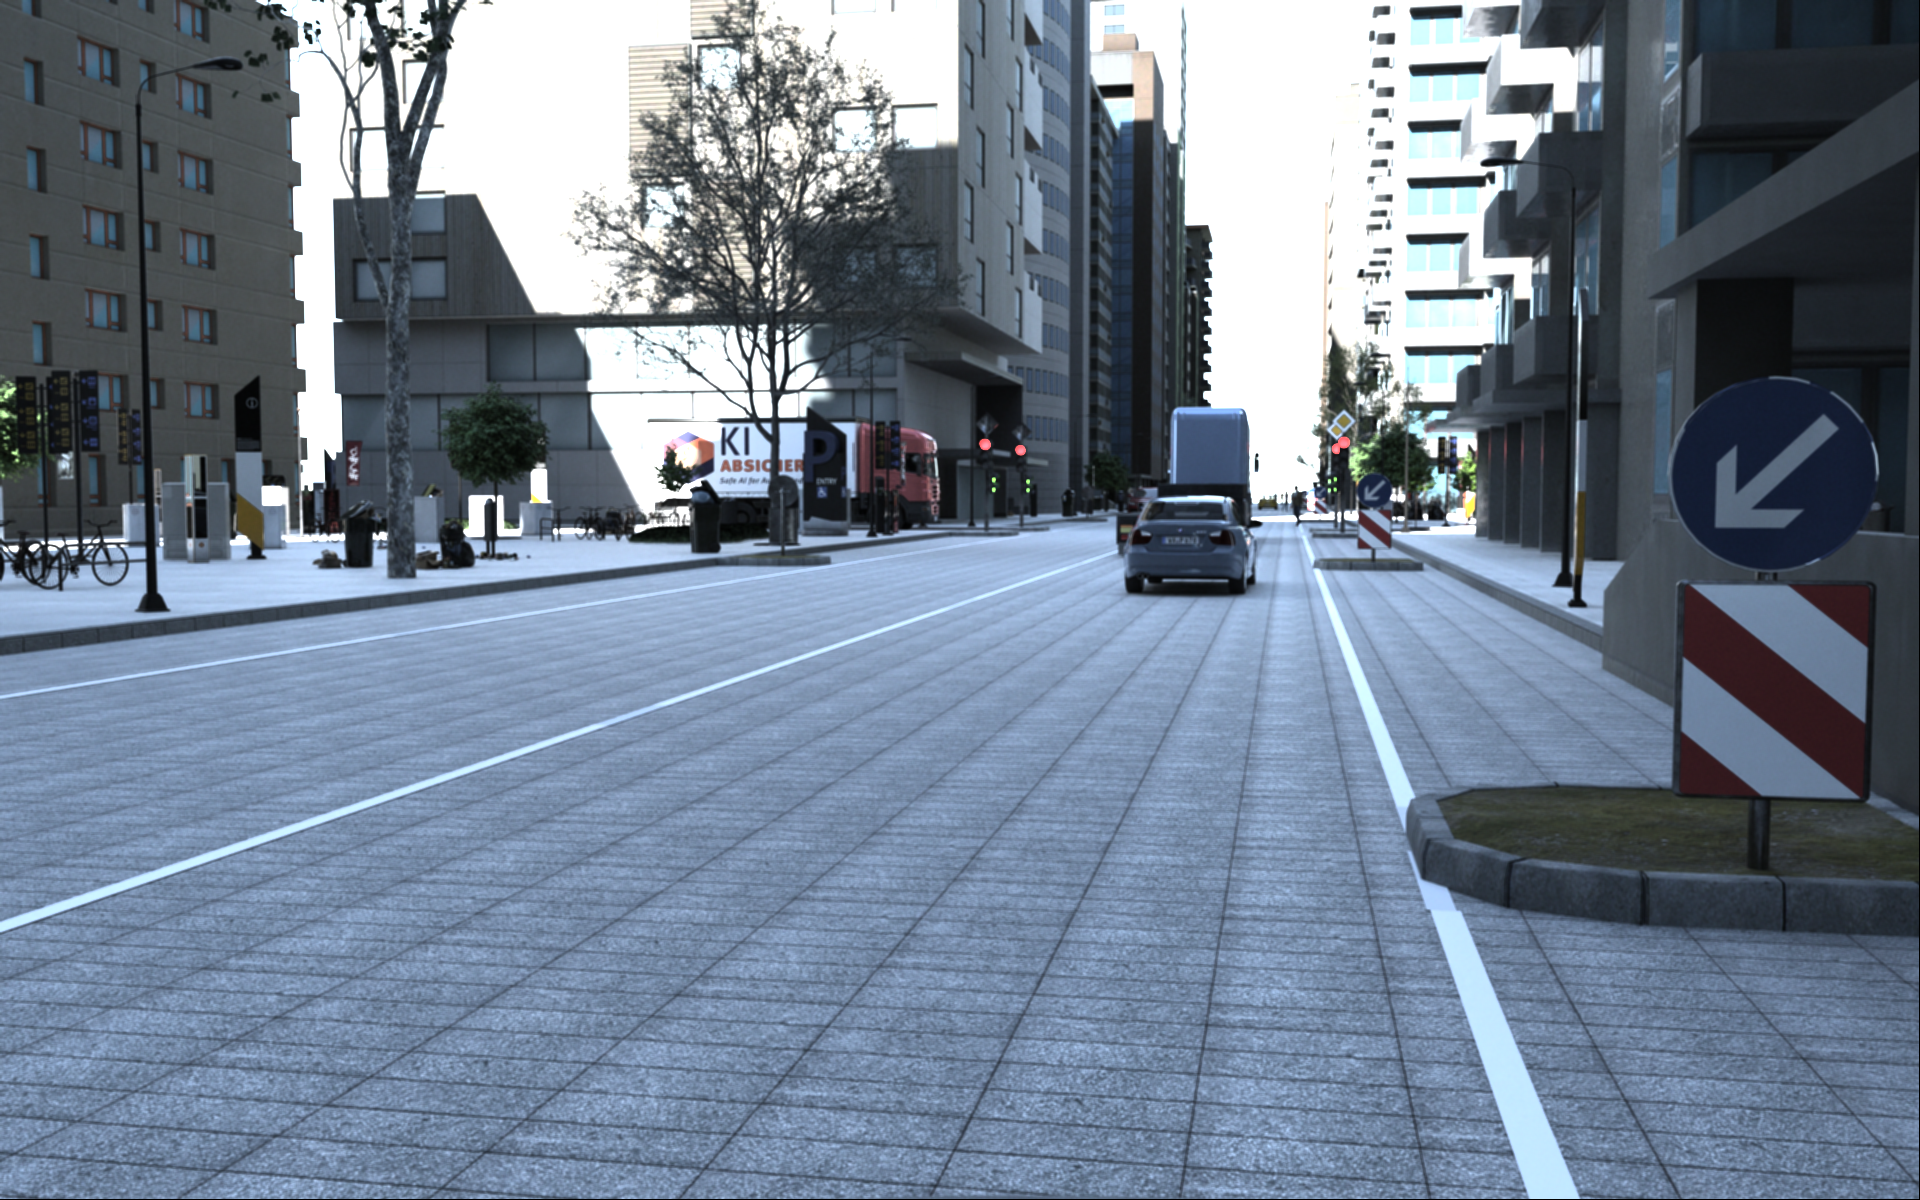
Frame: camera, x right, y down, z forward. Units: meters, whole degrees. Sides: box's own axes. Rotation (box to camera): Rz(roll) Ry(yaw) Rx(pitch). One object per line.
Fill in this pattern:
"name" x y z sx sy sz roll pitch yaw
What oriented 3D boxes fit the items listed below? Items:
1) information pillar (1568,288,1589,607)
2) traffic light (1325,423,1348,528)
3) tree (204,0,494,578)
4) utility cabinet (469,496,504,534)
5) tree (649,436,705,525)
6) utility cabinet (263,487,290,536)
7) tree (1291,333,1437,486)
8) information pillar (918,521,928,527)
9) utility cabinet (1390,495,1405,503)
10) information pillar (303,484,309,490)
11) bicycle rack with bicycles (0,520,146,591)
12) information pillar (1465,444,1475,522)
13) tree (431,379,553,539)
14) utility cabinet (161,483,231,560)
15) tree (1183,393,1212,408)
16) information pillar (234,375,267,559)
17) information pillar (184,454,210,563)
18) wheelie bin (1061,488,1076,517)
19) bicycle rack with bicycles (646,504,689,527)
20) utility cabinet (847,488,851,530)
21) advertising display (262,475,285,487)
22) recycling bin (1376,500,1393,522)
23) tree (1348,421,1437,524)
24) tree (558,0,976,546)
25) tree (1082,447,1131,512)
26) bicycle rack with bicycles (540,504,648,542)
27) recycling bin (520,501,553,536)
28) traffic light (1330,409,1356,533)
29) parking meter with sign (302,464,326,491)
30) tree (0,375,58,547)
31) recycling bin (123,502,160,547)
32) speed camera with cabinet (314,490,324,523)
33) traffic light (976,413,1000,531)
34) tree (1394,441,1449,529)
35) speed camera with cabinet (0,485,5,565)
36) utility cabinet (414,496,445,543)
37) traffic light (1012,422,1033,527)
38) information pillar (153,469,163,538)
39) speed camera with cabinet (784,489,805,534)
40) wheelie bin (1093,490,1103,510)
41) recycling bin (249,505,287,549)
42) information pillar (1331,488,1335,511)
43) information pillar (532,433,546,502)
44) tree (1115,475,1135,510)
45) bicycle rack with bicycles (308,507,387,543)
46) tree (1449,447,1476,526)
"information pillar" 7.025 -1.727 19.588 0.183 3.616 0.504 1 4 16
"traffic light" 14.177 -4.670 65.282 0.839 4.253 0.868 1 4 11
"tree" -7.504 -10.464 26.978 12.611 20.169 13.585 0 3 0
"utility cabinet" -15.084 -2.692 55.179 1.020 1.237 0.306 -1 4 -10
"tree" -9.699 -3.887 58.151 1.663 3.219 1.824 0 3 0
"utility cabinet" -20.673 -2.658 52.141 1.173 1.500 0.318 2 4 33
"tree" 23.383 -10.105 99.633 8.767 10.594 7.601 2 4 24
"information pillar" -1.385 -4.652 67.419 0.504 3.616 0.183 2 4 35
"utility cabinet" 26.076 -5.650 103.541 1.020 1.237 0.306 -1 4 -20
"information pillar" -48.187 -7.535 127.691 0.304 2.012 0.304 1 4 22
"bicycle rack with bicycles" -12.750 -0.640 23.852 2.852 0.926 2.925 1 4 14
"information pillar" 23.727 -5.450 80.465 0.504 3.616 0.183 -3 4 -39
"tree" -13.390 -4.026 49.540 4.285 4.588 4.351 0 3 0
"utility cabinet" -14.785 -1.520 33.527 1.173 1.500 0.318 0 4 -7
"tree" 28.279 -18.968 216.777 9.857 13.997 8.962 0 3 0
"information pillar" -13.971 -2.613 34.077 0.504 3.616 0.183 -1 4 -14
"information pillar" -14.228 -1.701 32.300 0.304 2.012 0.304 3 5 42
"wheelie bin" 6.126 -5.491 97.692 0.693 1.594 0.980 1 4 17
"bicycle rack with bicycles" -11.126 -2.950 61.620 2.852 0.926 2.925 -2 4 -32
"utility cabinet" -4.248 -3.201 61.007 0.318 1.500 1.173 2 4 25
"advertising display" -23.766 -3.333 59.703 0.974 1.923 0.123 -1 4 -16
"recycling bin" 19.591 -4.125 79.995 0.722 1.027 0.722 0 4 6
"tree" 19.207 -5.629 75.748 4.285 4.588 4.351 0 3 0
"tree" -4.711 -8.102 42.831 12.009 13.543 11.850 0 3 0
"tree" 10.330 -8.447 121.825 4.285 4.588 4.351 0 3 0
"bicycle rack with bicycles" -10.465 -2.119 48.031 2.852 0.926 2.925 -1 4 -23
"recycling bin" -13.201 -2.531 53.938 0.722 1.027 0.722 2 4 34
"traffic light" 12.692 -4.191 57.435 0.839 4.253 0.868 1 4 11
"parking meter with sign" -36.880 -6.324 99.655 1.738 3.016 0.543 0 4 -7
"tree" -23.825 -3.582 42.276 4.285 4.588 4.351 0 3 0
"recycling bin" -20.006 -1.821 42.334 0.722 1.027 0.722 -2 4 -34
"speed camera with cabinet" -29.486 -5.071 77.250 2.038 3.252 0.660 0 4 -7
"traffic light" 0.935 -4.325 59.636 0.839 4.253 0.868 1 4 11
"tree" 16.725 -4.236 63.866 1.663 3.219 1.824 0 3 0
"speed camera with cabinet" -16.790 -2.139 29.309 0.660 3.252 2.038 -1 4 -16
"utility cabinet" -14.049 -2.107 45.614 1.020 1.237 0.306 2 4 26
"traffic light" 2.420 -4.805 67.482 0.839 4.253 0.868 1 4 11
"information pillar" -23.691 -2.839 50.914 0.304 2.012 0.304 1 4 8
"speed camera with cabinet" -5.007 -3.747 55.595 2.038 3.252 0.660 -1 4 -19
"wheelie bin" 10.710 -7.828 135.897 0.980 1.594 0.693 0 4 -1
"recycling bin" -16.255 -1.719 40.653 0.722 1.027 0.722 -1 4 -11
"information pillar" 27.781 -7.584 128.490 0.304 2.012 0.304 -3 5 -44
"information pillar" -14.333 -4.139 59.024 0.504 3.616 0.183 -2 4 -24
"tree" 12.872 -8.778 138.116 1.663 3.219 1.824 0 3 0
"bicycle rack with bicycles" -15.724 -2.014 46.314 2.852 0.926 2.925 -3 5 -44
"tree" 20.865 -4.656 70.720 1.663 3.219 1.824 0 3 0
